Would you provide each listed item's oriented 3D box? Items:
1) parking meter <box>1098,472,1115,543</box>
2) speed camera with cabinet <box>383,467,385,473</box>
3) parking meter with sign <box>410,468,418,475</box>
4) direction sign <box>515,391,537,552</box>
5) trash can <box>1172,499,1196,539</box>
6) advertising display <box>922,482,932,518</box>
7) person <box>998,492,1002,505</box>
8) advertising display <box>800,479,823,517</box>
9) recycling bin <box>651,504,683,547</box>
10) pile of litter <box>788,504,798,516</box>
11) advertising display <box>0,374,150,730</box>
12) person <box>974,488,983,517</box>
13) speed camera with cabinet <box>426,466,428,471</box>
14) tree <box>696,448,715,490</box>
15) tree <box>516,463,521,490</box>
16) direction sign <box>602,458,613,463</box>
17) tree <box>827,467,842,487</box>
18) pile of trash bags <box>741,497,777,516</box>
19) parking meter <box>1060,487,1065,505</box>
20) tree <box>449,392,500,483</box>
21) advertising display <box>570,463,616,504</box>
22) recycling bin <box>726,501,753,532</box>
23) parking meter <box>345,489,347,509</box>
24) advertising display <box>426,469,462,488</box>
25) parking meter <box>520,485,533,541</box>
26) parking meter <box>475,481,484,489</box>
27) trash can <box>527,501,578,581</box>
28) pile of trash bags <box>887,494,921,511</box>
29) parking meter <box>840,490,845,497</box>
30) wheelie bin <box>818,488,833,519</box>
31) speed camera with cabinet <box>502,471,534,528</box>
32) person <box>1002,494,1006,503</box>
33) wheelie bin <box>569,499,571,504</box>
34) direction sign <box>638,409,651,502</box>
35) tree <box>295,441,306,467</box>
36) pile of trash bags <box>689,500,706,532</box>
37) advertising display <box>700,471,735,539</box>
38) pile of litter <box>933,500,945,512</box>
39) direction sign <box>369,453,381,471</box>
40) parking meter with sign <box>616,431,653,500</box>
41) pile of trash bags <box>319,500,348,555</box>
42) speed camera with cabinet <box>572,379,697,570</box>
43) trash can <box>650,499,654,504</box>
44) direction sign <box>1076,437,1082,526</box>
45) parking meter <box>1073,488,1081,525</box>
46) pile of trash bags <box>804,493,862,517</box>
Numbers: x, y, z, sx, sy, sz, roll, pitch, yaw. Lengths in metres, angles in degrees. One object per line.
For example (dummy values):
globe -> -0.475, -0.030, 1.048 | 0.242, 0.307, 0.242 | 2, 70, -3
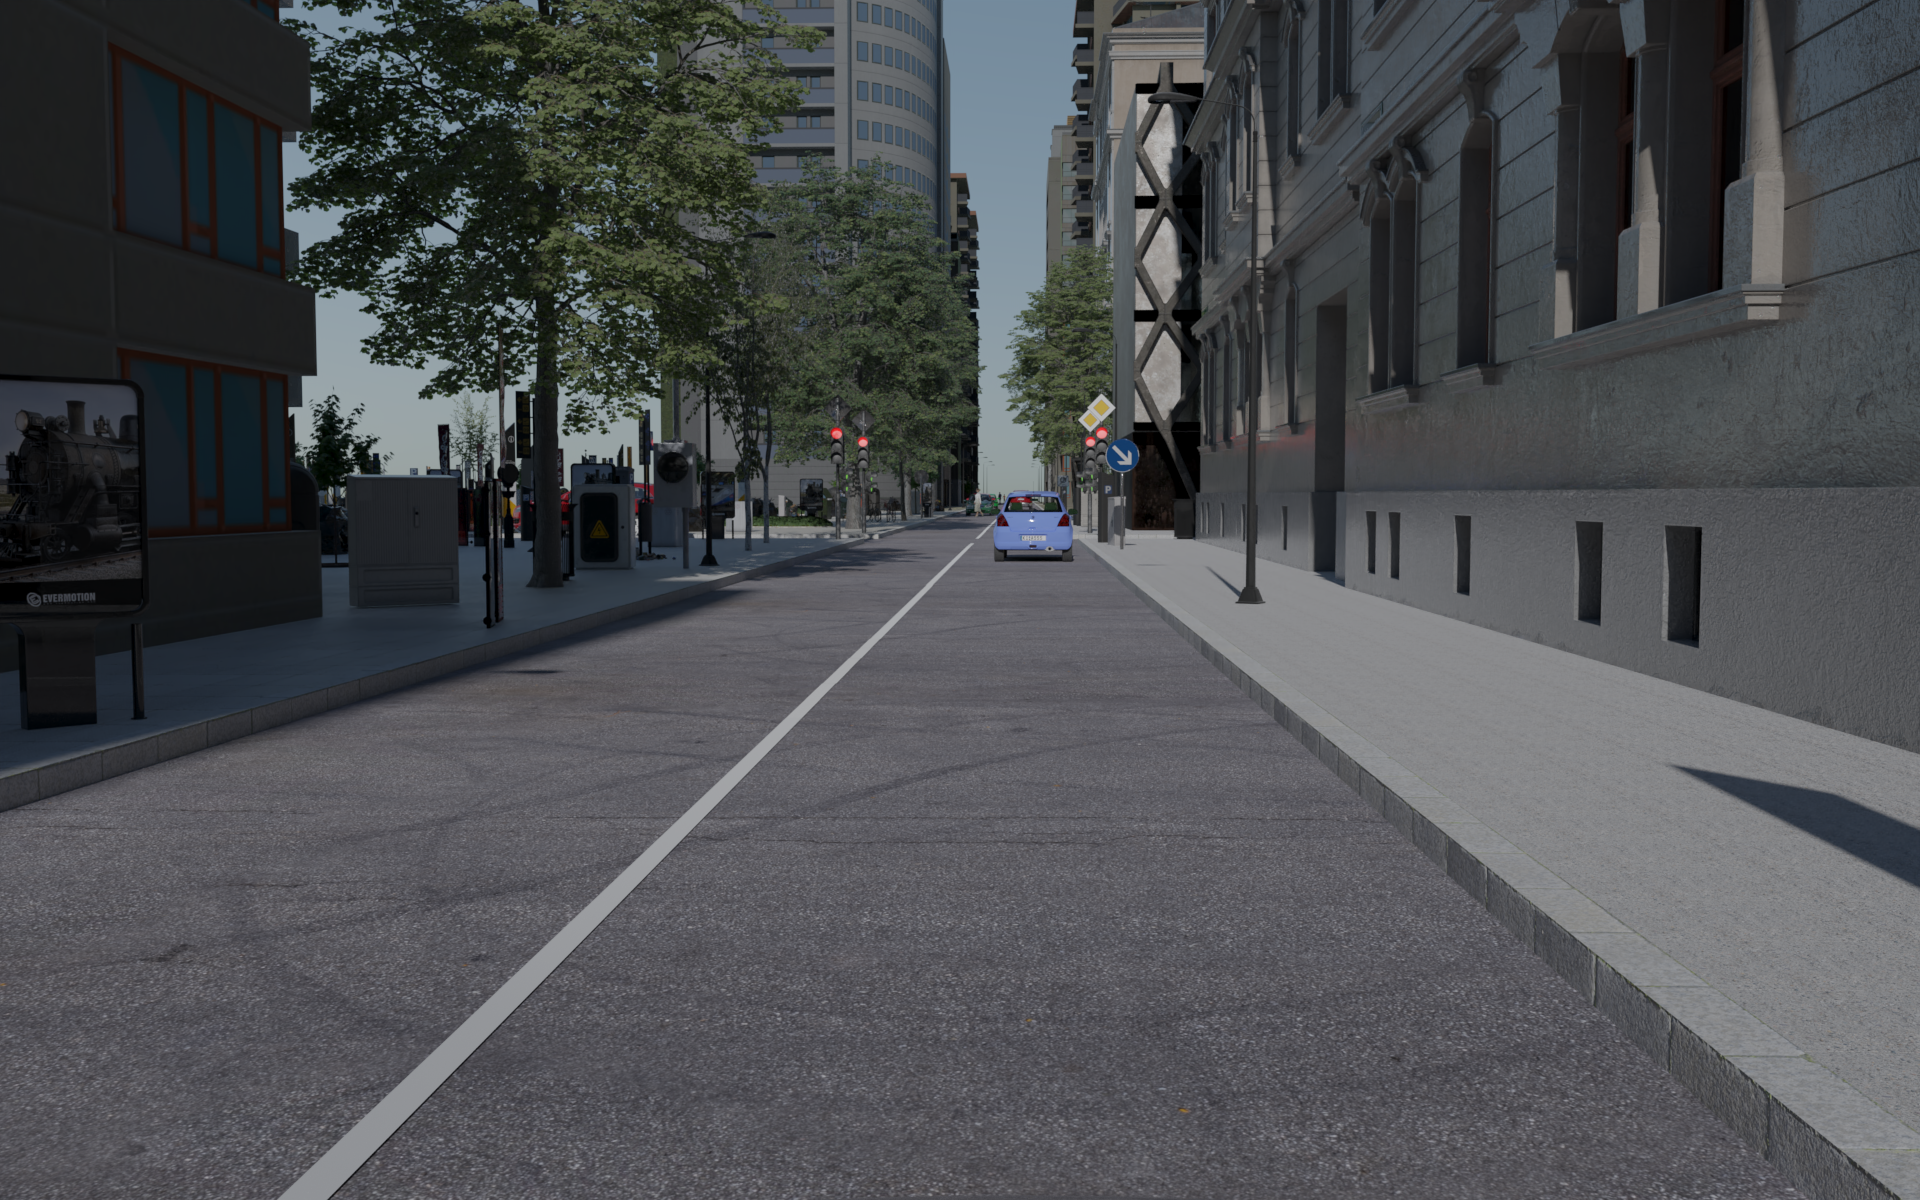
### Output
parking meter -> 3.860, -2.448, 45.742 | 0.399, 1.863, 0.255 | -2, 4, -24
speed camera with cabinet -> -40.798, -7.777, 121.496 | 0.660, 3.252, 2.038 | 2, 4, 30
parking meter with sign -> -36.362, -7.366, 116.696 | 0.543, 3.016, 1.738 | 1, 4, 11
direction sign -> -9.405, -2.832, 38.302 | 0.876, 3.537, 0.379 | -3, 5, -43
trash can -> 6.384, -2.294, 49.165 | 0.748, 1.137, 0.748 | 0, 3, 0
advertising display -> -1.822, -5.431, 94.012 | 0.123, 1.923, 0.974 | 2, 4, 29
person -> 5.348, -13.606, 231.876 | 0.541, 1.710, 0.530 | -1, 4, -16
advertising display -> -6.165, -4.080, 71.922 | 0.974, 1.923, 0.123 | 0, 4, 1
recycling bin -> -7.156, -1.809, 42.124 | 0.722, 1.027, 0.722 | 1, 4, 9
pile of litter -> -7.667, -3.854, 76.972 | 1.176, 0.858, 1.719 | 1, 4, 10
advertising display -> -4.975, -0.263, 9.510 | 0.123, 1.923, 0.974 | 3, 5, 43
person -> 1.178, -6.077, 108.092 | 0.641, 1.798, 0.478 | 0, 4, -5
speed camera with cabinet -> -37.460, -7.757, 121.158 | 0.660, 3.252, 2.038 | 1, 4, 13
tree -> -16.670, -7.436, 105.299 | 4.285, 4.588, 4.351 | 0, 3, 0
tree -> -25.098, -6.418, 99.536 | 1.663, 3.219, 1.824 | 0, 3, 0
direction sign -> -21.911, -7.081, 107.775 | 0.876, 3.537, 0.379 | 2, 4, 29
tree -> -8.342, -7.878, 123.412 | 1.663, 3.219, 1.824 | 0, 3, 0
pile of trash bags -> -12.478, -5.576, 100.919 | 3.447, 1.369, 1.912 | -2, 4, -33
parking meter -> 6.782, -6.601, 113.629 | 0.399, 1.863, 0.255 | -2, 4, -31
tree -> -34.324, -10.530, 122.531 | 4.737, 8.622, 4.395 | 0, 3, 0
advertising display -> -7.611, -1.881, 35.971 | 0.974, 1.923, 0.123 | 1, 4, 14
recycling bin -> -7.515, -2.837, 58.941 | 0.722, 1.027, 0.722 | -2, 4, -27
parking meter -> -47.103, -7.801, 133.250 | 0.255, 1.863, 0.399 | 3, 5, 44
advertising display -> -13.218, -2.399, 44.444 | 0.123, 1.923, 0.974 | 3, 5, 41
parking meter -> -11.829, -2.381, 47.345 | 0.372, 1.533, 0.369 | 0, 3, 0
parking meter -> -21.574, -4.416, 77.911 | 0.399, 1.863, 0.255 | 1, 4, 17
trash can -> -6.031, -0.858, 25.687 | 0.748, 1.137, 0.748 | 0, 3, 0
pile of trash bags -> -3.911, -7.310, 129.272 | 3.447, 1.369, 1.912 | 2, 4, 30
parking meter -> -6.331, -5.153, 92.667 | 0.372, 1.533, 0.369 | 0, 3, 0
wheelie bin -> -6.878, -4.864, 87.427 | 0.693, 1.594, 0.980 | 1, 4, 22
speed camera with cabinet -> -16.413, -4.318, 64.938 | 2.038, 3.252, 0.660 | 0, 4, -7
person -> 6.985, -15.945, 272.457 | 1.065, 1.426, 0.557 | 3, 5, 43
wheelie bin -> -9.035, -2.090, 42.081 | 0.980, 1.594, 0.693 | 0, 4, -1
direction sign -> -8.478, -3.340, 46.605 | 0.379, 3.537, 0.876 | -2, 4, -29
tree -> -35.231, -6.452, 89.209 | 4.285, 4.588, 4.351 | 0, 3, 0
pile of trash bags -> -10.516, -3.315, 63.956 | 3.447, 1.369, 1.912 | 3, 4, 37
advertising display -> -6.874, -2.688, 49.168 | 0.974, 1.923, 0.123 | -1, 4, -15
pile of litter -> -1.836, -6.903, 126.830 | 1.719, 0.858, 1.176 | -2, 4, -24
direction sign -> -32.339, -6.310, 95.165 | 0.876, 3.537, 0.379 | -2, 4, -24
parking meter with sign -> -9.408, -3.163, 47.971 | 1.738, 3.016, 0.543 | 1, 4, 11
pile of trash bags -> -13.971, -1.658, 36.865 | 1.912, 1.369, 3.447 | 3, 5, 40
speed camera with cabinet -> -5.553, -2.154, 29.560 | 2.038, 3.252, 0.660 | 0, 4, -1
trash can -> -8.629, -2.322, 49.615 | 0.748, 1.137, 0.748 | 0, 3, 0
direction sign -> 4.858, -4.729, 69.311 | 0.379, 3.537, 0.876 | 0, 4, 5
parking meter -> 4.824, -3.829, 71.016 | 0.372, 1.533, 0.369 | 0, 3, 0
pile of trash bags -> -7.170, -5.398, 98.007 | 3.447, 1.369, 1.912 | 0, 4, 4
